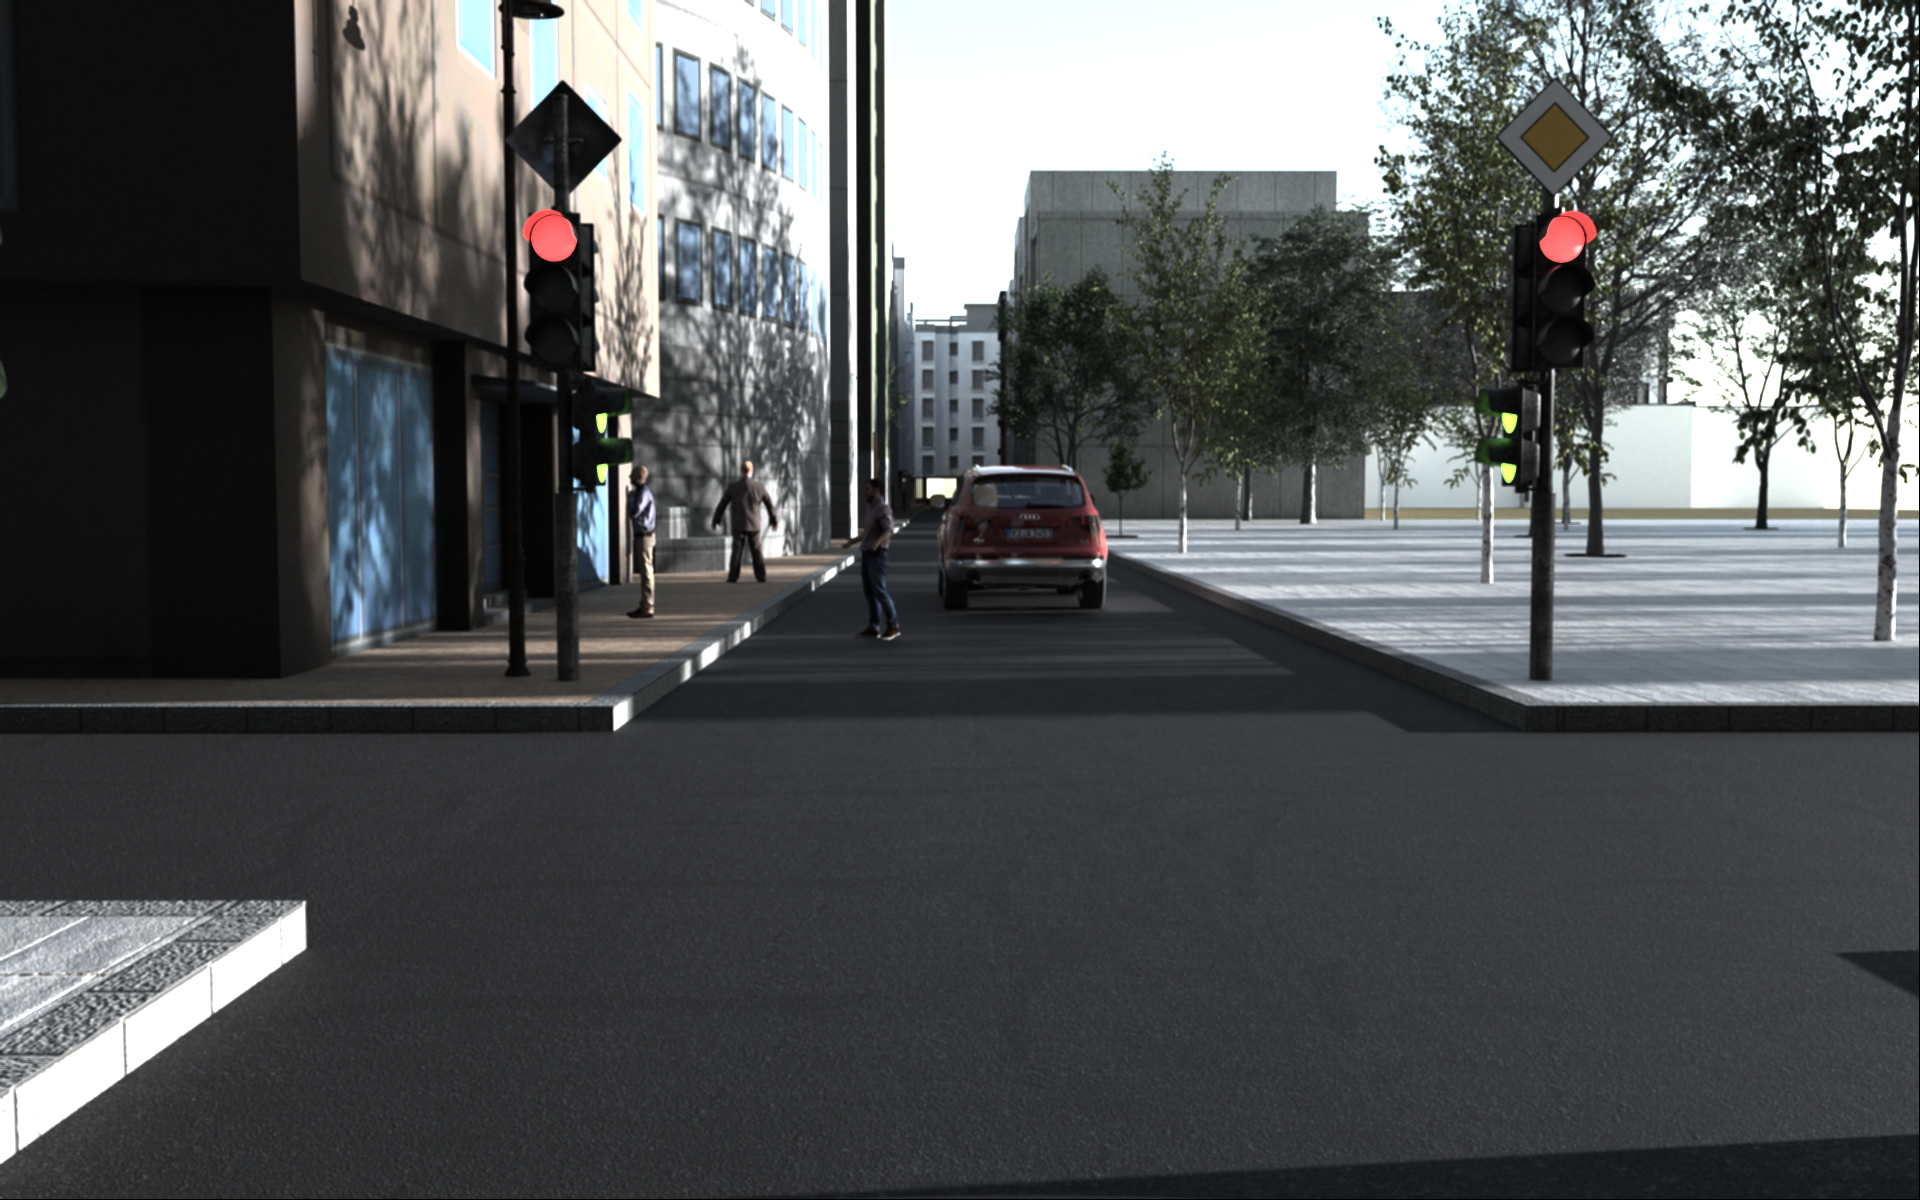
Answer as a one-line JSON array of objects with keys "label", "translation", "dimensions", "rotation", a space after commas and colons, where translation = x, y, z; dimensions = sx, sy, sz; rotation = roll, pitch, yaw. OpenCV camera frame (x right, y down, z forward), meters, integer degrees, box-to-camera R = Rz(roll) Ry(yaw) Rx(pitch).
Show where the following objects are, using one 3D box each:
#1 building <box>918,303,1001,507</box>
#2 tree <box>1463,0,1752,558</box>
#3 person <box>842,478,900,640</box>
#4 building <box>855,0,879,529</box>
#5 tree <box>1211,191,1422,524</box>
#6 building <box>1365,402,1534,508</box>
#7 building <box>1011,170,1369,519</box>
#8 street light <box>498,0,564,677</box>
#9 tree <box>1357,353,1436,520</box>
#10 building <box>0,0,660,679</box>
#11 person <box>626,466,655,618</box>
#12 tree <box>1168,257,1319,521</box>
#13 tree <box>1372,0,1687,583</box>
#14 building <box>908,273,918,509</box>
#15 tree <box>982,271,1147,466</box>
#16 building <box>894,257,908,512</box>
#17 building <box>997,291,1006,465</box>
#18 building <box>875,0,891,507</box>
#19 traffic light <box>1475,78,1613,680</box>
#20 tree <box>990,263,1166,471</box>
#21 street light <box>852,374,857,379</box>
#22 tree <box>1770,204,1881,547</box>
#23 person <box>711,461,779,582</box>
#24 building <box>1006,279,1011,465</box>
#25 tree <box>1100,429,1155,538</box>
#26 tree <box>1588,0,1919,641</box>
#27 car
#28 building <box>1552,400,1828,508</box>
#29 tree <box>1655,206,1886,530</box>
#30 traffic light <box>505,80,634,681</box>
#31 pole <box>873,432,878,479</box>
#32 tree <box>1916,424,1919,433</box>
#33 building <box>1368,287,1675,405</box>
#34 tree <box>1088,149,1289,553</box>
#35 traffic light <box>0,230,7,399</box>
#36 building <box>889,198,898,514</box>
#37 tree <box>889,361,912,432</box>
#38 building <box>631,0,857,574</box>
[{"label": "building", "translation": [-1.712, -19.686, 178.278], "dimensions": [11.380, 20.091, 16.016], "rotation": [0, 4, 0]}, {"label": "tree", "translation": [12.944, -7.635, 35.209], "dimensions": [12.009, 13.543, 11.850], "rotation": [0, 3, 0]}, {"label": "person", "translation": [-0.854, -0.406, 17.093], "dimensions": [0.435, 1.587, 0.963], "rotation": [-2, 4, -26]}, {"label": "building", "translation": [-10.235, -17.662, 60.475], "dimensions": [14.160, 30.474, 14.107], "rotation": [0, 4, 0]}, {"label": "tree", "translation": [15.014, -10.270, 74.568], "dimensions": [9.857, 13.997, 8.962], "rotation": [0, 3, 0]}, {"label": "building", "translation": [37.503, -13.287, 159.392], "dimensions": [28.070, 9.664, 9.099], "rotation": [0, 4, 0]}, {"label": "building", "translation": [12.146, -14.489, 103.346], "dimensions": [16.747, 18.905, 31.486], "rotation": [0, 4, 0]}, {"label": "street light", "translation": [-3.127, -2.402, 12.061], "dimensions": [0.468, 5.910, 1.993], "rotation": [0, 4, 0]}, {"label": "tree", "translation": [20.582, -8.151, 83.638], "dimensions": [4.360, 8.622, 3.978], "rotation": [0, 3, 0]}, {"label": "building", "translation": [-11.308, -22.458, 17.303], "dimensions": [14.600, 45.320, 14.200], "rotation": [0, 4, 0]}, {"label": "person", "translation": [-3.335, -0.607, 18.039], "dimensions": [0.319, 1.574, 0.516], "rotation": [0, 4, -8]}, {"label": "tree", "translation": [13.788, -10.127, 83.709], "dimensions": [7.486, 12.596, 7.792], "rotation": [0, 3, 0]}, {"label": "tree", "translation": [7.644, -4.535, 24.516], "dimensions": [4.737, 8.622, 4.395], "rotation": [0, 3, 0]}, {"label": "building", "translation": [-9.817, -18.257, 154.917], "dimensions": [11.380, 20.091, 16.016], "rotation": [0, 4, 0]}, {"label": "tree", "translation": [4.875, -9.422, 79.807], "dimensions": [9.928, 11.665, 9.643], "rotation": [0, 3, 0]}, {"label": "building", "translation": [-12.472, -17.213, 137.860], "dimensions": [16.016, 20.091, 11.380], "rotation": [0, 4, 0]}, {"label": "building", "translation": [20.264, -20.840, 184.703], "dimensions": [32.646, 21.610, 27.936], "rotation": [0, 4, 0]}, {"label": "building", "translation": [-10.299, -23.891, 74.217], "dimensions": [14.154, 41.232, 14.086], "rotation": [0, 4, 0]}, {"label": "traffic light", "translation": [4.000, -1.404, 11.874], "dimensions": [0.839, 4.253, 0.868], "rotation": [0, 4, 0]}, {"label": "tree", "translation": [4.801, -8.274, 69.686], "dimensions": [7.601, 10.594, 8.767], "rotation": [0, 4, -4]}, {"label": "street light", "translation": [-3.360, -4.859, 52.231], "dimensions": [0.468, 5.910, 1.993], "rotation": [0, 4, 0]}, {"label": "tree", "translation": [21.225, -5.558, 41.231], "dimensions": [4.737, 8.622, 4.395], "rotation": [0, 3, 0]}, {"label": "person", "translation": [-3.138, -1.141, 25.254], "dimensions": [0.990, 1.755, 0.434], "rotation": [-1, 4, -10]}, {"label": "building", "translation": [12.508, -16.459, 135.556], "dimensions": [16.747, 18.905, 31.486], "rotation": [0, 4, 0]}, {"label": "tree", "translation": [4.668, -3.454, 51.074], "dimensions": [1.663, 3.219, 1.824], "rotation": [0, 3, 0]}, {"label": "tree", "translation": [7.968, -3.961, 15.120], "dimensions": [4.360, 8.622, 3.978], "rotation": [0, 3, 0]}, {"label": "car", "translation": [0.743, -0.888, 23.193], "dimensions": [2.281, 1.827, 5.304], "rotation": [0, 4, -2]}, {"label": "building", "translation": [65.773, -13.312, 159.801], "dimensions": [28.070, 9.664, 9.099], "rotation": [0, 4, 0]}, {"label": "tree", "translation": [29.073, -8.369, 62.588], "dimensions": [9.928, 11.665, 9.643], "rotation": [0, 3, 0]}, {"label": "traffic light", "translation": [-2.681, -1.401, 11.820], "dimensions": [0.839, 4.253, 0.868], "rotation": [0, 4, 0]}, {"label": "pole", "translation": [-2.782, -3.859, 56.939], "dimensions": [0.158, 3.312, 0.155], "rotation": [0, 3, 0]}, {"label": "tree", "translation": [42.363, -6.126, 63.058], "dimensions": [11.467, 7.101, 20.602], "rotation": [-1, 4, -22]}, {"label": "building", "translation": [54.182, -20.857, 184.982], "dimensions": [32.646, 21.610, 27.936], "rotation": [0, 4, 0]}, {"label": "tree", "translation": [4.801, -5.304, 37.089], "dimensions": [4.737, 8.622, 4.395], "rotation": [0, 3, 0]}, {"label": "traffic light", "translation": [-2.635, -0.912, 3.835], "dimensions": [0.839, 4.253, 0.868], "rotation": [0, 4, 0]}, {"label": "building", "translation": [-12.560, -14.512, 103.729], "dimensions": [16.747, 18.905, 31.486], "rotation": [0, 4, 0]}, {"label": "tree", "translation": [-4.530, -8.210, 84.601], "dimensions": [4.737, 8.622, 4.395], "rotation": [0, 3, 0]}, {"label": "building", "translation": [-13.611, -30.340, 38.054], "dimensions": [21.231, 58.520, 28.212], "rotation": [0, 4, 0]}]
